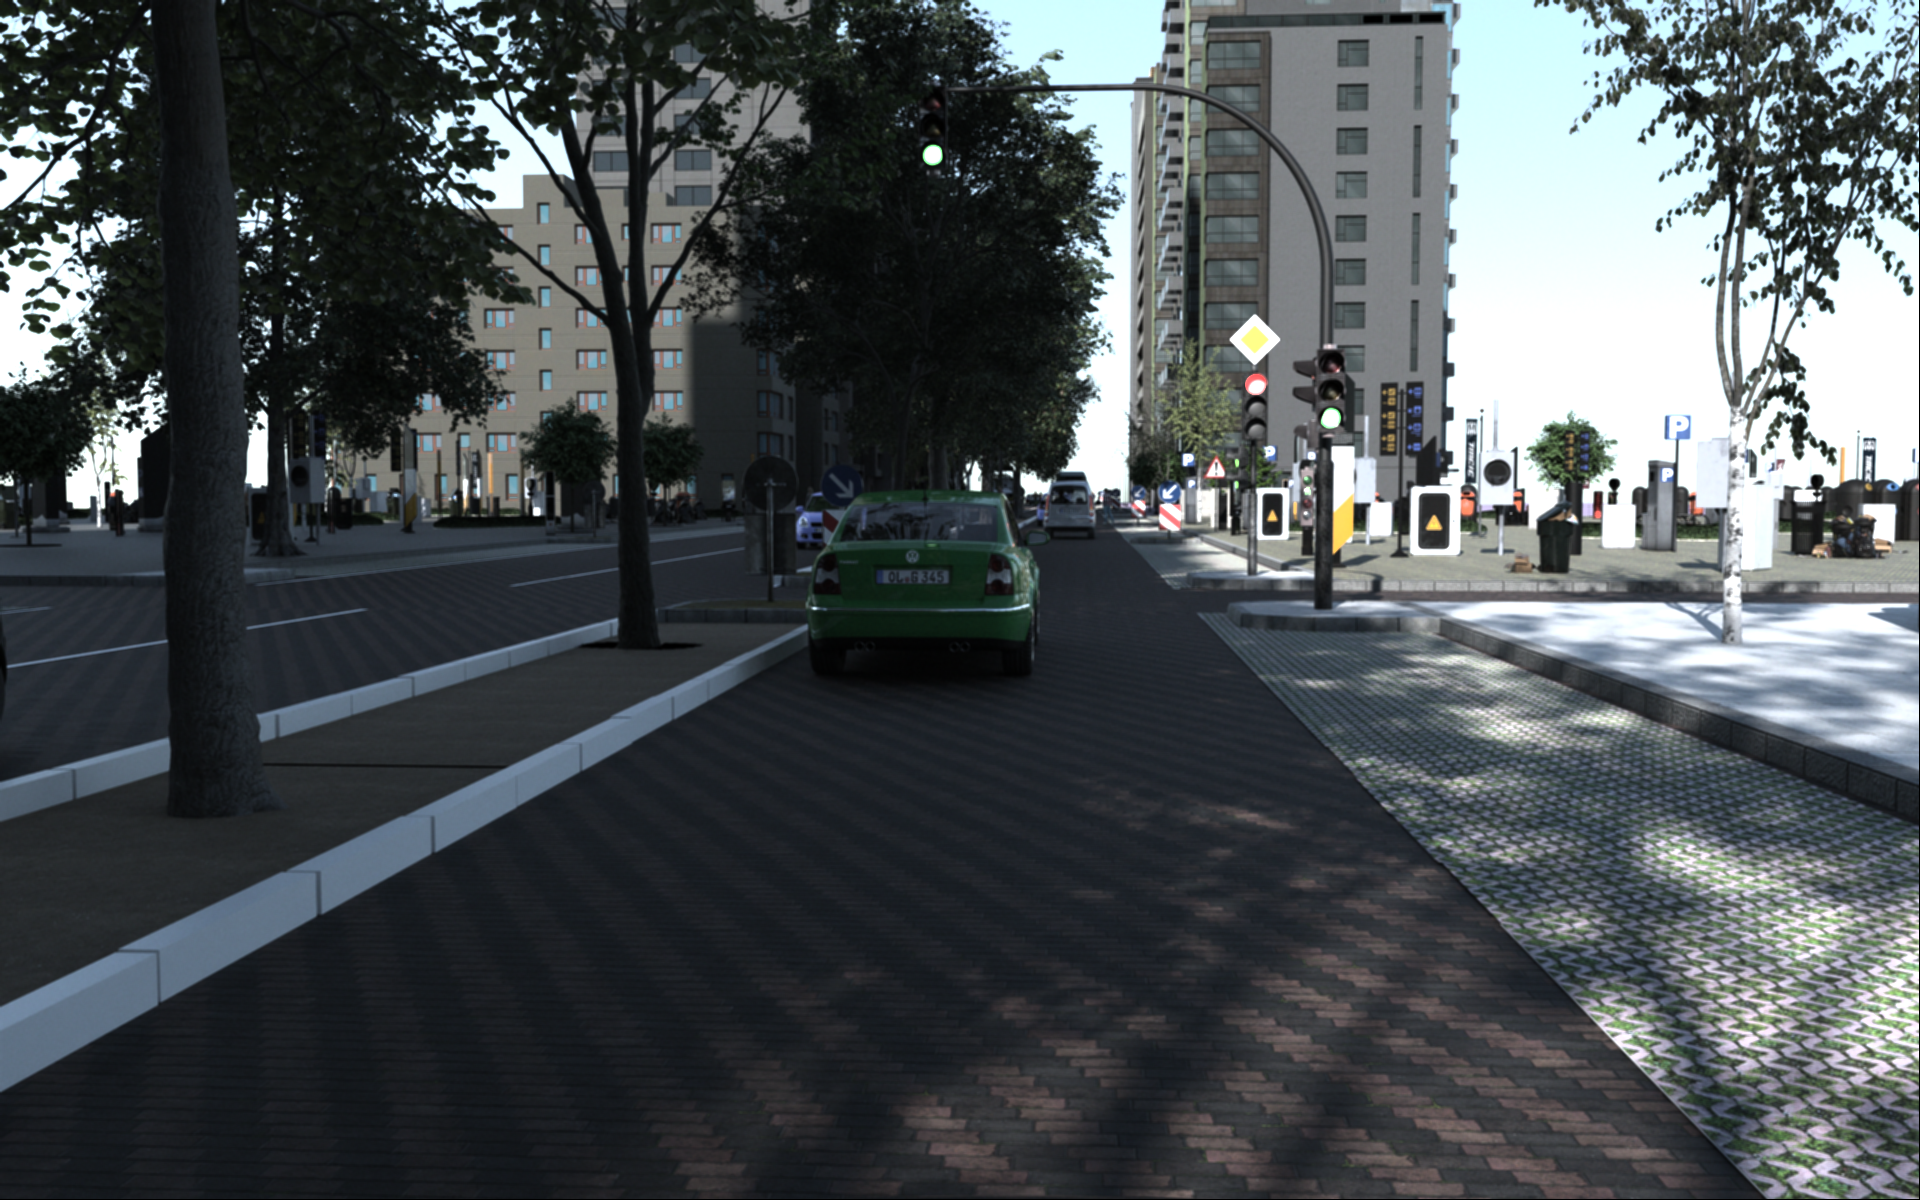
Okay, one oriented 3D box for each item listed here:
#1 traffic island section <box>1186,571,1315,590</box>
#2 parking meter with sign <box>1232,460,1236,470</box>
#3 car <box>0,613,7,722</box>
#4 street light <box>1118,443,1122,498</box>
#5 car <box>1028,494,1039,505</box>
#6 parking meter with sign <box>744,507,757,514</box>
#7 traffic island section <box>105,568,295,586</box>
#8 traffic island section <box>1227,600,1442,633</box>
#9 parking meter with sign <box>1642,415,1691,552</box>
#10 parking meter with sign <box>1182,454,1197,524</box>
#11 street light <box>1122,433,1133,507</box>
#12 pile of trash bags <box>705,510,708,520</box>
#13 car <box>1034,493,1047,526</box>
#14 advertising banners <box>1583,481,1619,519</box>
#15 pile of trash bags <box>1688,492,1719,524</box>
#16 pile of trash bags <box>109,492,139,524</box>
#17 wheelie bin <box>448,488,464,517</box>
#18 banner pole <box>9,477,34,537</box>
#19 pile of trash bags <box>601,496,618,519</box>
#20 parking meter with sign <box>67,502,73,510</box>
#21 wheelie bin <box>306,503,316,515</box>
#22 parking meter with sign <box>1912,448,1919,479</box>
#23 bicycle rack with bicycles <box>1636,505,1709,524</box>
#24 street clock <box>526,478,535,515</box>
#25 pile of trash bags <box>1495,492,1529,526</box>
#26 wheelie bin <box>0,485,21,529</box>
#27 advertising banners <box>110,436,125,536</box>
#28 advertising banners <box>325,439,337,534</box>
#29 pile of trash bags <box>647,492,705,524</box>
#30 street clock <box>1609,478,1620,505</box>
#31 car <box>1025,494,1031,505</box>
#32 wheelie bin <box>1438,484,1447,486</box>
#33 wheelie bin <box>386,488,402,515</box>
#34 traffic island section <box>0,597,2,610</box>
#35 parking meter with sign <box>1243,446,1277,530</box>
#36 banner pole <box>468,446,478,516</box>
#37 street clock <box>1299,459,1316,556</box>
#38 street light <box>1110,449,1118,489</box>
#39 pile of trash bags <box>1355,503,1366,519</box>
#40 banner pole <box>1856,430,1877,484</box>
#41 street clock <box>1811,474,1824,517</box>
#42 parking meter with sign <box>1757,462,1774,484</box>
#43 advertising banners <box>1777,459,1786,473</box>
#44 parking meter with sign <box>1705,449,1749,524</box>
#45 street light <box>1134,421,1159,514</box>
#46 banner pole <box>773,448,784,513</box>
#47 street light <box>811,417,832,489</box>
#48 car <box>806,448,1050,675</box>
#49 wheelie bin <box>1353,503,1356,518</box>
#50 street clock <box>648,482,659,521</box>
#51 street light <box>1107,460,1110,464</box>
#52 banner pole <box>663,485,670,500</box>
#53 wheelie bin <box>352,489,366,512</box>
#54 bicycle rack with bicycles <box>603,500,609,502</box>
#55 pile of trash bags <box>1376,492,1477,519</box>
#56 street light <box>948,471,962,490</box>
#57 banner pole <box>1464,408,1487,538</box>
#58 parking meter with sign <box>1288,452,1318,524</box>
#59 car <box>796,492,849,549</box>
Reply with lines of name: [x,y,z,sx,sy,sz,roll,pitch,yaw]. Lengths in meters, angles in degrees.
traffic island section: [4.628,-0.308,27.310,2.009,0.180,2.903,0,4,4]
parking meter with sign: [11.516,-4.359,67.531,1.738,3.016,0.543,1,4,16]
car: [-6.323,0.100,8.149,2.009,1.686,4.222,0,4,3]
street light: [15.114,-11.176,155.272,1.470,5.913,1.316,0,4,4]
car: [9.901,-13.122,226.341,2.131,1.459,4.920,0,4,3]
parking meter with sign: [-11.642,-6.335,99.839,1.738,3.016,0.543,1,4,18]
traffic island section: [-12.322,-0.381,28.503,2.009,0.180,2.903,0,4,4]
traffic island section: [4.067,0.180,19.344,2.009,0.180,2.903,0,4,4]
parking meter with sign: [15.835,-2.615,39.013,0.543,3.016,1.738,0,4,3]
parking meter with sign: [9.820,-4.747,73.871,0.543,3.016,1.738,0,4,0]
street light: [13.363,-9.765,132.205,1.470,5.913,1.316,0,4,4]
pile of trash bags: [-13.668,-4.705,86.676,1.912,1.369,3.447,-1,4,-12]
car: [4.322,-4.192,78.134,1.945,1.707,3.694,0,4,2]
advertising banners: [33.157,-5.730,89.866,2.074,3.025,0.090,0,4,-3]
pile of trash bags: [28.574,-3.331,64.214,1.912,1.369,3.447,-2,4,-34]
pile of trash bags: [-36.227,-4.054,76.034,1.912,1.369,3.447,0,4,4]
wheelie bin: [-25.683,-4.920,88.350,0.693,1.594,0.980,-2,4,-30]
banner pole: [-27.914,-3.762,51.534,0.401,3.779,0.863,2,4,24]
pile of trash bags: [-17.405,-4.923,90.248,1.912,1.369,3.447,2,4,27]
parking meter with sign: [-50.602,-6.163,97.031,1.738,3.016,0.543,0,4,6]
wheelie bin: [-29.045,-4.251,77.414,0.980,1.594,0.693,-1,4,-22]
parking meter with sign: [36.597,-4.203,64.986,0.543,3.016,1.738,-1,4,-15]
bicycle rack with bicycles: [23.418,-2.722,57.880,2.925,0.926,2.852,2,4,25]
street clock: [-19.929,-4.638,80.400,0.358,2.002,0.471,-3,5,-44]
pile of trash bags: [23.042,-3.769,71.383,1.912,1.369,3.447,1,4,13]
wheelie bin: [-34.878,-3.387,63.287,0.693,1.594,0.980,2,4,26]
advertising banners: [-25.760,-3.471,52.936,0.090,3.025,2.074,-1,4,-18]
advertising banners: [-20.429,-3.676,56.298,0.090,3.025,2.074,-2,4,-29]
pile of trash bags: [-12.499,-4.066,76.239,1.912,1.369,3.447,0,4,-2]
street clock: [30.133,-4.600,79.782,0.358,2.002,0.471,-2,4,-30]
car: [9.956,-14.080,239.240,2.155,1.783,4.494,0,4,4]
wheelie bin: [15.334,-2.882,55.025,0.693,1.594,0.980,3,4,38]
wheelie bin: [-29.623,-5.067,90.746,0.980,1.594,0.693,2,4,31]
traffic island section: [-12.882,0.107,20.537,2.009,0.180,2.903,0,4,4]
parking meter with sign: [10.684,-4.010,61.831,0.543,3.016,1.738,3,4,36]
banner pole: [-25.578,-6.175,90.985,0.401,3.779,0.863,2,4,35]
street clock: [7.254,-1.929,36.107,0.358,2.002,0.471,2,4,33]
street light: [17.636,-13.418,191.931,1.470,5.913,1.316,0,4,4]
pile of trash bags: [19.699,-4.551,84.160,1.912,1.369,3.447,0,4,-5]
banner pole: [35.220,-4.738,67.491,0.863,3.779,0.401,1,4,21]
street clock: [31.343,-3.596,63.360,0.358,2.002,0.471,-1,4,-8]
parking meter with sign: [43.939,-6.071,95.518,1.738,3.016,0.543,-1,4,-17]
advertising banners: [39.982,-5.484,85.844,2.074,3.025,0.090,-1,4,-12]
parking meter with sign: [29.422,-4.298,66.527,1.738,3.016,0.543,-2,4,-24]
street light: [11.887,-8.373,109.443,1.470,5.913,1.316,0,4,4]
banner pole: [-9.772,-6.352,93.874,0.863,3.779,0.401,2,4,26]
street light: [-8.406,-8.085,104.730,1.470,5.913,1.316,0,4,4]
car: [-0.208,-0.386,15.115,1.959,1.807,4.718,0,4,4]
wheelie bin: [18.080,-4.467,80.939,0.980,1.594,0.693,-1,4,-12]
street clock: [-14.718,-4.813,83.270,0.471,2.002,0.358,1,4,11]
street light: [19.389,-14.855,215.417,1.470,5.913,1.316,0,4,4]
banner pole: [-15.072,-6.060,89.100,0.401,3.779,0.863,1,4,20]
wheelie bin: [-34.923,-5.651,100.298,0.693,1.594,0.980,3,4,39]
bicycle rack with bicycles: [-21.327,-5.250,99.211,2.852,0.926,2.925,-3,5,-40]
pile of trash bags: [17.779,-3.402,65.381,3.447,1.369,1.912,2,4,34]
street light: [-0.850,-14.590,211.080,1.470,5.913,1.316,0,4,4]
banner pole: [15.036,-3.703,50.564,0.863,3.779,0.401,-2,4,-28]
parking meter with sign: [13.790,-4.564,70.890,1.738,3.016,0.543,-2,4,-31]
car: [-3.367,-2.246,46.315,1.945,1.707,3.694,0,4,3]
